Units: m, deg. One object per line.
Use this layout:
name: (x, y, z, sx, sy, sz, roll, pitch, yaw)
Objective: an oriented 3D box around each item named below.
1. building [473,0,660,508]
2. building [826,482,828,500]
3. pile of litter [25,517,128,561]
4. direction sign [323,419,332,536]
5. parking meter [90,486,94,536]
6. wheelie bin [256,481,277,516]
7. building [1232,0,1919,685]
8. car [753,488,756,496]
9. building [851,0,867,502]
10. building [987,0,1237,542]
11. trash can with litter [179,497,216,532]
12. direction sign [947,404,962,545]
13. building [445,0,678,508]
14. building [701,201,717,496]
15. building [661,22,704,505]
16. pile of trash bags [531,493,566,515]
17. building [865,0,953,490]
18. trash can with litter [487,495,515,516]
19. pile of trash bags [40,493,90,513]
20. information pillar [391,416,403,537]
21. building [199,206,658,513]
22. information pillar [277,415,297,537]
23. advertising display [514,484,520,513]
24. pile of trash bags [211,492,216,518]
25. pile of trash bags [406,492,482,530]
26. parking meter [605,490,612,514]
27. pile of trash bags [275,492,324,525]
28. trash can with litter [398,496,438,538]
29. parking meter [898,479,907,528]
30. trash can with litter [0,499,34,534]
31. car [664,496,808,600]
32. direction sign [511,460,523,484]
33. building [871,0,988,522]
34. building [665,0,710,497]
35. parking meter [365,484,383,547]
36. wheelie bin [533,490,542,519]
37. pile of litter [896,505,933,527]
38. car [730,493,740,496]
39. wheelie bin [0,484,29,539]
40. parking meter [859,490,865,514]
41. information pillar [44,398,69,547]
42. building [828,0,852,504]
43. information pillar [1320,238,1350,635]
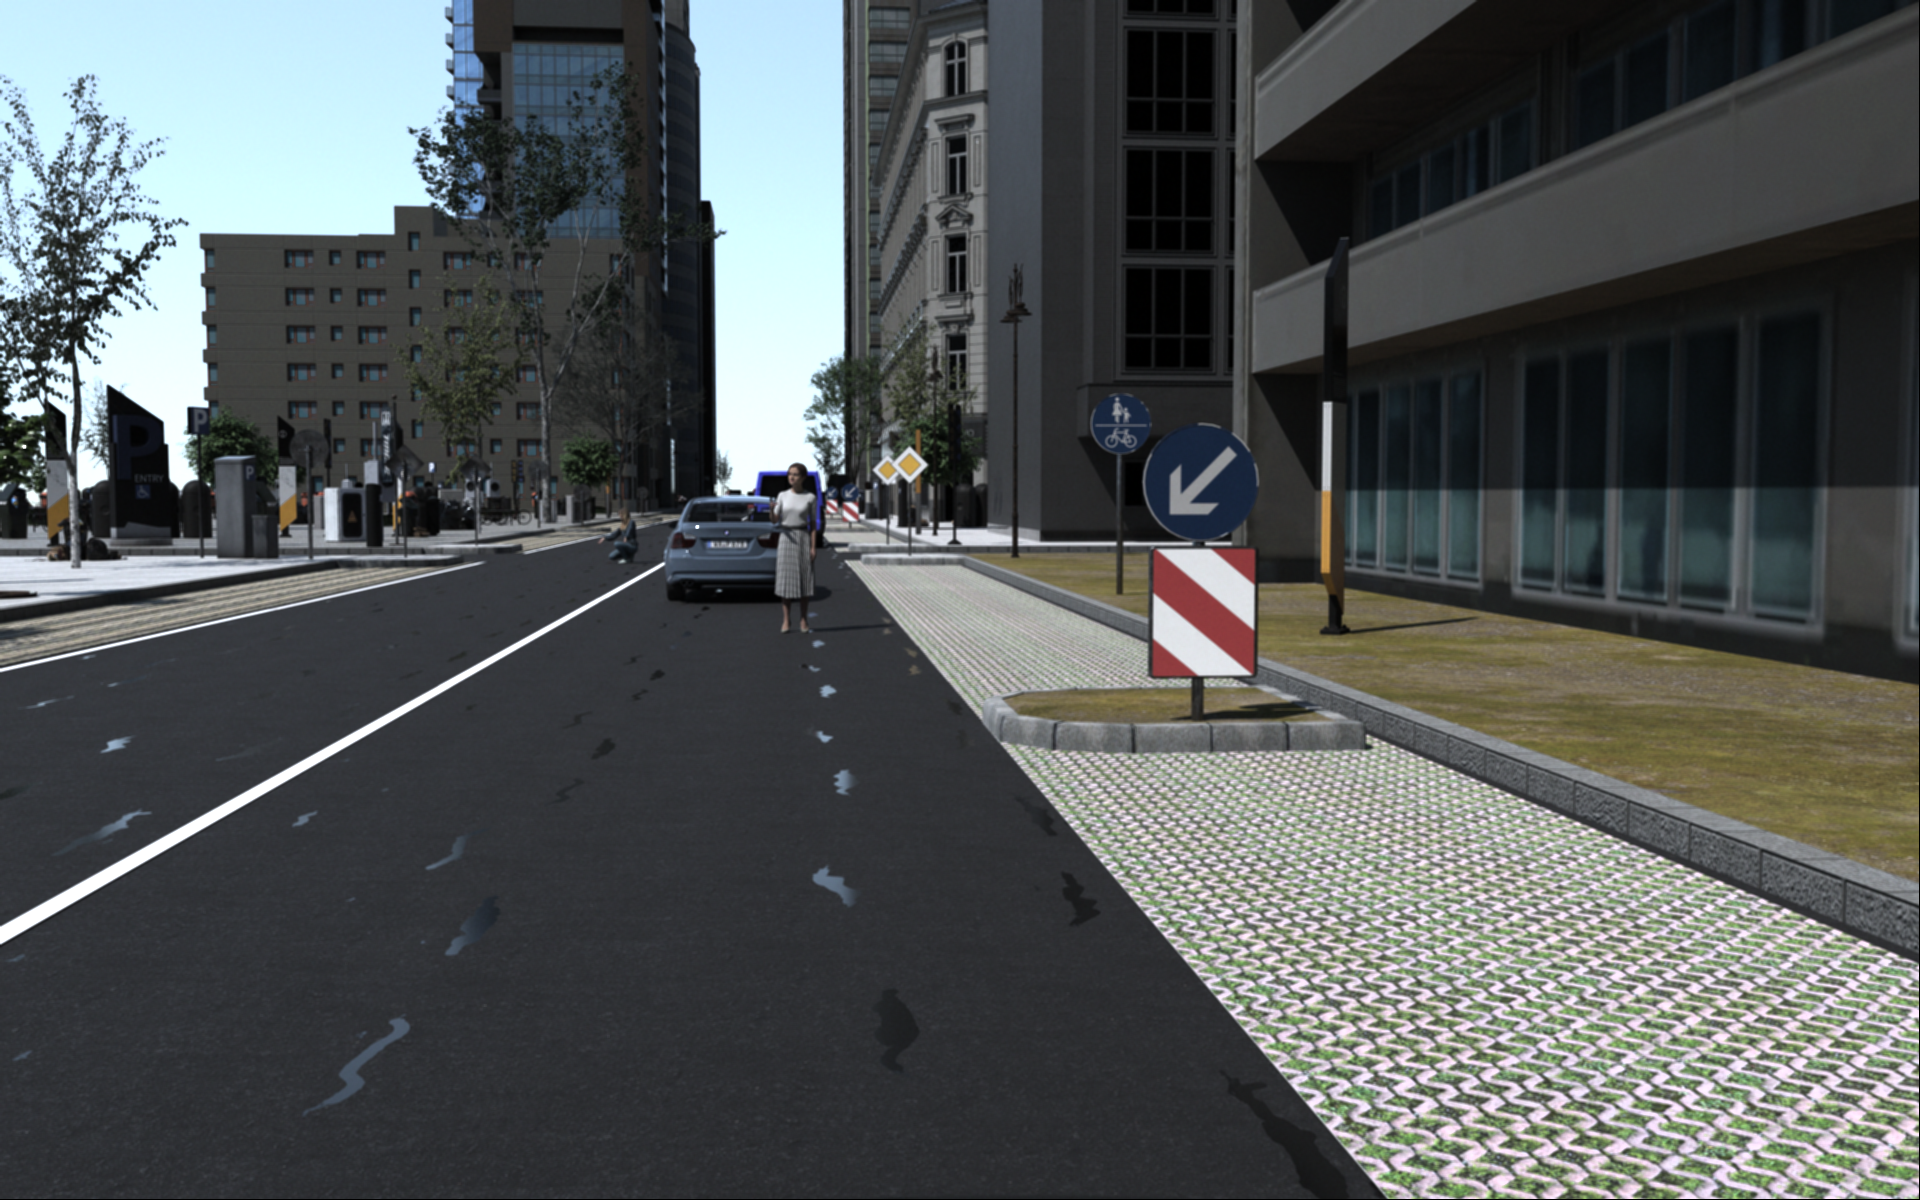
building: (-33.858, -30.737, 152.658, 14.600, 45.320, 14.200, 0, 4, -6)
building: (-4.380, -35.144, 266.487, 32.217, 40.220, 23.993, 0, 4, -6)
pile of litter: (-17.147, -1.201, 33.596, 1.719, 0.858, 1.176, 0, 4, -2)
direction sign: (-19.106, -3.694, 52.397, 0.379, 3.537, 0.876, -1, 4, -9)
parking meter: (-26.577, -2.750, 53.379, 0.372, 1.533, 0.369, 0, 3, 0)
wheelie bin: (-17.496, -2.158, 43.190, 0.693, 1.594, 0.980, 0, 4, 2)
building: (15.665, -23.925, 14.878, 21.300, 48.544, 21.600, 0, 4, -6)
car: (-10.501, -5.266, 94.766, 2.281, 1.827, 5.304, 0, 4, -4)
building: (0.501, -37.755, 159.292, 21.231, 58.520, 28.212, 0, 4, -6)
building: (13.442, -15.810, 52.000, 24.014, 27.812, 14.314, 0, 4, -6)
trash can with litter: (-26.149, -2.886, 58.245, 2.233, 1.210, 1.678, 1, 4, 17)
direction sign: (-0.137, -3.167, 43.776, 0.379, 3.537, 0.876, 1, 4, 20)
building: (-39.624, -52.651, 173.521, 22.319, 86.520, 31.000, 0, 4, -6)
building: (-43.376, -37.065, 256.128, 14.600, 45.320, 14.200, 0, 4, -6)
building: (-43.123, -41.069, 213.475, 21.231, 58.520, 28.212, 0, 4, -6)
pile of trash bags: (-24.075, -5.769, 104.079, 3.447, 1.369, 1.912, -2, 4, -33)
building: (-0.542, -27.814, 138.359, 14.154, 41.232, 14.086, 0, 4, -6)
trash can with litter: (-25.360, -5.158, 95.390, 2.233, 1.210, 1.678, 0, 4, -1)
pile of trash bags: (-51.586, -5.491, 99.536, 3.447, 1.369, 1.912, 2, 4, 24)
information pillar: (-16.949, -3.722, 52.204, 0.504, 3.616, 0.183, 3, 4, 38)
building: (-37.947, -17.470, 130.672, 27.650, 21.520, 28.899, 0, 4, -6)
information pillar: (-19.990, -3.675, 51.440, 0.504, 3.616, 0.183, -1, 4, -12)
advertising display: (-28.255, -6.434, 110.410, 0.123, 1.923, 0.974, 0, 4, 0)
pile of trash bags: (-39.310, -5.188, 94.576, 3.447, 1.369, 1.912, -3, 4, -36)
pile of trash bags: (-18.681, -3.171, 61.601, 1.912, 1.369, 3.447, 1, 4, 19)
parking meter: (-22.209, -6.178, 109.415, 0.372, 1.533, 0.369, 0, 3, 0)
pile of trash bags: (-27.805, -3.893, 73.398, 3.447, 1.369, 1.912, 3, 5, 41)
trash can with litter: (-16.185, -2.453, 51.488, 1.055, 1.170, 0.624, 2, 4, 29)
parking meter: (-2.198, -3.718, 66.493, 0.255, 1.863, 0.399, -2, 4, -25)
trash can with litter: (-29.891, -2.653, 54.766, 0.624, 1.170, 1.055, 1, 4, 12)
car: (-3.182, -0.775, 24.679, 2.014, 1.417, 4.499, 0, 4, -4)
direction sign: (-29.610, -7.576, 115.857, 0.876, 3.537, 0.379, 1, 4, 20)
building: (4.546, -19.652, 97.728, 17.030, 29.872, 44.131, 0, 4, -6)
building: (-45.128, -48.880, 237.435, 20.563, 71.187, 20.611, 0, 4, -6)
parking meter: (-14.169, -2.047, 41.884, 0.372, 1.533, 0.369, 0, 3, 0)
wheelie bin: (-21.975, -5.059, 90.629, 0.693, 1.594, 0.980, -1, 4, -14)
pile of litter: (-1.720, -3.280, 67.588, 1.719, 0.858, 1.176, -1, 4, -16)
car: (-17.726, -7.653, 134.904, 2.009, 1.686, 4.222, 0, 4, -7)
wheelie bin: (-27.209, -2.561, 49.787, 0.980, 1.594, 0.693, 2, 4, 35)
parking meter: (-6.318, -6.303, 111.457, 0.372, 1.533, 0.369, 0, 3, 0)
information pillar: (-22.036, -3.112, 42.230, 0.504, 3.616, 0.183, -2, 4, -26)
building: (-6.299, -47.701, 218.156, 20.563, 71.187, 20.611, 0, 4, -6)
information pillar: (3.411, -1.492, 15.751, 0.183, 3.616, 0.504, 2, 4, 28)
